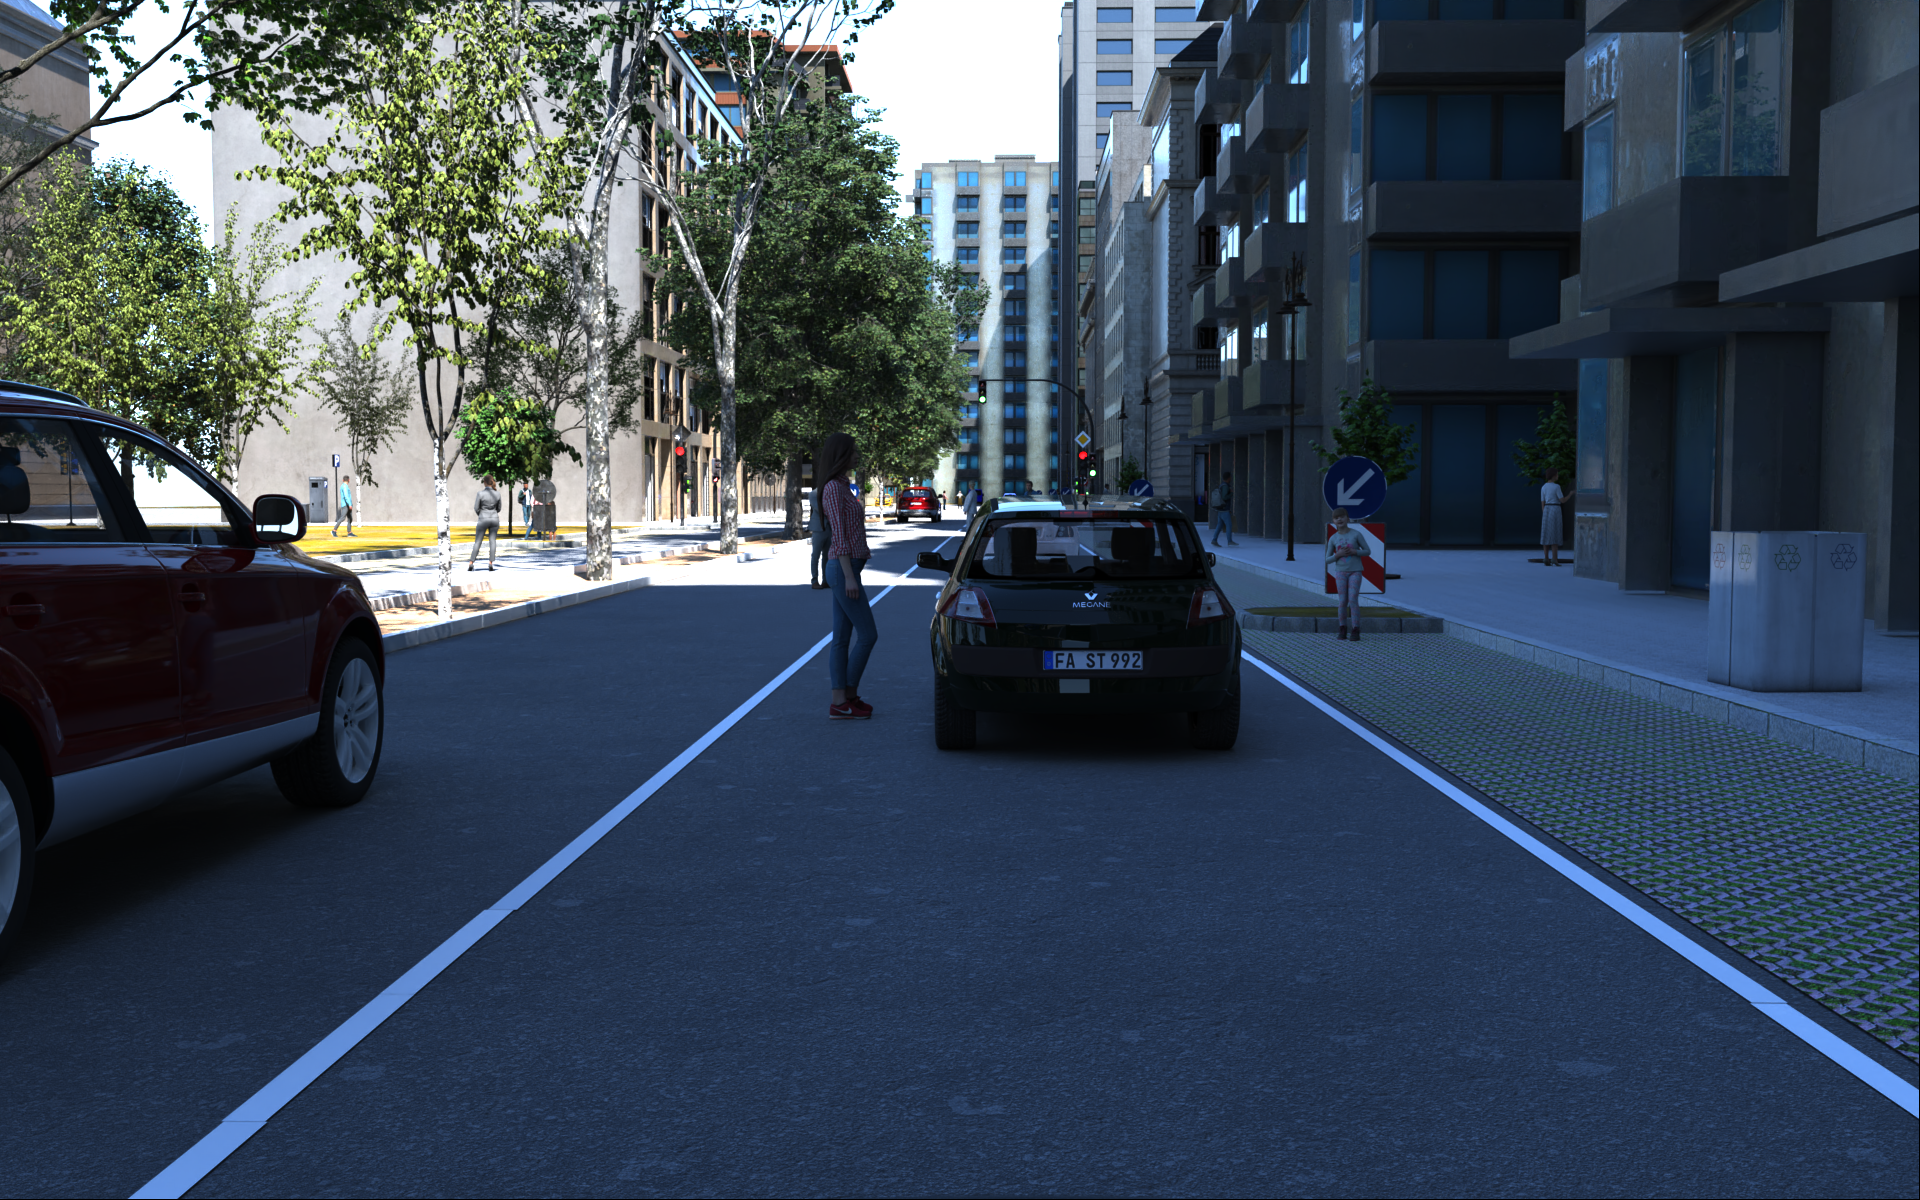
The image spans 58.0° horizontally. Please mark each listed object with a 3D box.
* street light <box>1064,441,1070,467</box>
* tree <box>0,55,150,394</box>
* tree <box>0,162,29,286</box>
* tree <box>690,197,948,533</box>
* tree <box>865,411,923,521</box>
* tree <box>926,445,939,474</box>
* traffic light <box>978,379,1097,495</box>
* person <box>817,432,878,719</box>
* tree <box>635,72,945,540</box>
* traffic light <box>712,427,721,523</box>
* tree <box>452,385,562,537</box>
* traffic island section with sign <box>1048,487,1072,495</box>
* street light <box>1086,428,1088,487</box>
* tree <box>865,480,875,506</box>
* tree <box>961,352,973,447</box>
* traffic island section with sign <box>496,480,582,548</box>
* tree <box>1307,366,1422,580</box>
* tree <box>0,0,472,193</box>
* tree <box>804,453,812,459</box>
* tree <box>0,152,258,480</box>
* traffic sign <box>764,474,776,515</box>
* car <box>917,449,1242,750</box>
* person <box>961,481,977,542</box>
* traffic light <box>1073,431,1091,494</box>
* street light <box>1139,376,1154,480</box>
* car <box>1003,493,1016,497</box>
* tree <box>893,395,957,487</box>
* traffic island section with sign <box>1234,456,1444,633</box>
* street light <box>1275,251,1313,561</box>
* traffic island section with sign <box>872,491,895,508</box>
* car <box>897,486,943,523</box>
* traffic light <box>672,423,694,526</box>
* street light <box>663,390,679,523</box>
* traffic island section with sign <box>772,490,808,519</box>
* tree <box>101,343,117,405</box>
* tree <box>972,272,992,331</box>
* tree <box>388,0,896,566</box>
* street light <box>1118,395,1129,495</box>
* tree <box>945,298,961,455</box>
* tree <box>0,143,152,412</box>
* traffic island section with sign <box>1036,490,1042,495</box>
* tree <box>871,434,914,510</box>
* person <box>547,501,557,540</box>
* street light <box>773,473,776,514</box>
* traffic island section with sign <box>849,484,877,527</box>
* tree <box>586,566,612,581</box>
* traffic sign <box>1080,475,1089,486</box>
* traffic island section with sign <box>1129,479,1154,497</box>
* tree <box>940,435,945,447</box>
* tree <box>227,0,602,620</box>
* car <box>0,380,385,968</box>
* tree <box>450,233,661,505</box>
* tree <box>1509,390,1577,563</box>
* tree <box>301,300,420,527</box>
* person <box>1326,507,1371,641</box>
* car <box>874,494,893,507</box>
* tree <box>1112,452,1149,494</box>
[{"bbox_3d":[9.311,-10.859,150.331,0.468,5.910,1.993,0,4,1],"label":"street light"},{"bbox_3d":[-26.863,-8.290,45.906,12.009,13.543,11.850,0,3,0],"label":"tree"},{"bbox_3d":[-17.180,-4.755,28.101,4.360,8.622,3.978,0,3,0],"label":"tree"},{"bbox_3d":[-5.311,-8.837,63.951,9.611,12.733,9.660,0,3,0],"label":"tree"},{"bbox_3d":[-4.126,-8.424,90.558,4.360,8.622,3.978,0,3,0],"label":"tree"},{"bbox_3d":[-3.630,-10.190,119.418,4.360,8.622,3.978,0,3,0],"label":"tree"},{"bbox_3d":[3.110,-5.734,68.424,4.771,5.953,1.251,0,4,1],"label":"traffic light"},{"bbox_3d":[-0.714,-0.152,11.001,0.388,1.821,0.555,-1,4,-14],"label":"person"},{"bbox_3d":[-5.196,-8.834,53.541,9.857,13.997,8.962,0,3,0],"label":"tree"},{"bbox_3d":[-8.759,-6.251,76.871,4.771,5.953,1.251,0,4,1],"label":"traffic light"},{"bbox_3d":[-13.644,-4.188,52.180,4.285,4.588,4.351,0,3,0],"label":"tree"},{"bbox_3d":[6.068,-5.663,101.213,1.989,1.847,2.006,0,4,1],"label":"traffic island section with sign"},{"bbox_3d":[8.476,-8.741,115.709,0.468,5.910,1.993,0,4,1],"label":"street light"},{"bbox_3d":[-10.499,-12.007,190.912,1.663,3.219,1.824,0,3,0],"label":"tree"},{"bbox_3d":[-3.638,-11.926,104.107,9.857,13.997,8.962,0,3,0],"label":"tree"},{"bbox_3d":[-11.331,-2.337,46.844,1.989,1.847,2.006,0,4,1],"label":"traffic island section with sign"},{"bbox_3d":[6.067,-1.940,26.319,1.663,3.219,1.824,0,3,0],"label":"tree"},{"bbox_3d":[-6.388,-5.009,10.111,9.928,11.665,9.643,0,3,0],"label":"tree"},{"bbox_3d":[-11.121,-11.737,142.264,4.737,8.622,4.395,0,3,0],"label":"tree"},{"bbox_3d":[-28.194,-8.639,58.258,9.611,12.733,9.660,0,3,0],"label":"tree"},{"bbox_3d":[-11.796,-6.575,107.606,0.768,2.556,0.104,1,4,10],"label":"traffic sign"},{"bbox_3d":[0.709,-0.081,11.109,2.009,1.686,4.222,0,4,0],"label":"car"},{"bbox_3d":[0.410,-2.686,52.298,0.818,1.842,0.514,0,4,-8],"label":"person"},{"bbox_3d":[5.404,-5.356,76.496,0.839,4.253,0.868,0,4,1],"label":"traffic light"},{"bbox_3d":[7.274,-5.810,67.782,0.468,5.910,1.993,0,4,1],"label":"street light"},{"bbox_3d":[4.870,-9.782,169.525,1.945,1.707,3.694,0,4,0],"label":"car"},{"bbox_3d":[-3.874,-11.763,112.913,7.486,12.596,7.792,0,3,0],"label":"tree"},{"bbox_3d":[3.993,-0.615,18.680,1.989,1.847,2.006,0,4,1],"label":"traffic island section with sign"},{"bbox_3d":[6.363,-3.693,33.162,0.468,5.910,1.993,0,4,1],"label":"street light"},{"bbox_3d":[-7.995,-10.405,178.743,1.989,1.847,2.006,0,4,1],"label":"traffic island section with sign"},{"bbox_3d":[-2.067,-4.879,88.439,2.281,1.827,5.304,0,4,3],"label":"car"},{"bbox_3d":[-11.053,-4.892,68.906,0.839,4.253,0.868,0,4,1],"label":"traffic light"},{"bbox_3d":[-12.871,-6.385,77.183,0.468,5.910,1.993,0,4,1],"label":"street light"},{"bbox_3d":[-9.936,-5.687,101.611,1.989,1.847,2.006,0,4,1],"label":"traffic island section with sign"},{"bbox_3d":[-33.455,-7.115,66.690,4.360,8.622,3.978,0,3,0],"label":"tree"},{"bbox_3d":[-4.402,-16.472,127.658,12.611,20.169,13.585,0,3,0],"label":"tree"},{"bbox_3d":[-6.696,-11.203,41.513,12.611,20.169,13.585,0,3,0],"label":"tree"},{"bbox_3d":[7.608,-6.624,81.088,0.468,5.910,1.993,0,4,1],"label":"street light"},{"bbox_3d":[-4.699,-10.457,80.086,9.857,13.997,8.962,0,3,0],"label":"tree"},{"bbox_3d":[-18.076,-5.256,36.297,4.737,8.622,4.395,0,3,0],"label":"tree"},{"bbox_3d":[6.780,-7.368,129.090,1.989,1.847,2.006,0,4,1],"label":"traffic island section with sign"},{"bbox_3d":[-4.355,-8.778,96.344,4.737,8.622,4.395,0,3,0],"label":"tree"},{"bbox_3d":[-11.693,-2.214,49.375,0.373,1.253,0.362,3,4,37],"label":"person"},{"bbox_3d":[-11.986,-8.503,111.804,0.468,5.910,1.993,0,4,1],"label":"street light"},{"bbox_3d":[-4.709,-4.183,76.524,2.006,1.907,1.989,0,4,1],"label":"traffic island section with sign"},{"bbox_3d":[-7.143,-10.427,28.833,12.611,20.169,13.585,0,3,0],"label":"tree"},{"bbox_3d":[8.073,-6.952,113.777,0.768,2.556,0.104,1,4,8],"label":"traffic sign"},{"bbox_3d":[4.681,-2.305,46.318,1.989,1.847,2.006,0,4,1],"label":"traffic island section with sign"},{"bbox_3d":[-3.156,-11.246,136.683,4.360,8.622,3.978,0,3,0],"label":"tree"},{"bbox_3d":[-5.815,-4.059,19.191,4.737,8.622,4.395,0,3,0],"label":"tree"},{"bbox_3d":[-3.787,0.142,6.346,2.281,1.827,5.304,0,4,0],"label":"car"},{"bbox_3d":[-14.042,-7.661,59.677,7.601,10.594,8.767,0,4,6],"label":"tree"},{"bbox_3d":[11.095,-2.319,32.520,1.663,3.219,1.824,0,3,0],"label":"tree"},{"bbox_3d":[-22.998,-7.119,66.751,4.360,8.622,3.978,0,3,0],"label":"tree"},{"bbox_3d":[3.792,-0.253,16.914,0.425,1.301,0.394,0,4,7],"label":"person"},{"bbox_3d":[-8.074,-10.622,183.894,2.015,1.641,3.980,0,4,1],"label":"car"},{"bbox_3d":[7.625,-5.130,78.482,1.663,3.219,1.824,0,3,0],"label":"tree"}]
